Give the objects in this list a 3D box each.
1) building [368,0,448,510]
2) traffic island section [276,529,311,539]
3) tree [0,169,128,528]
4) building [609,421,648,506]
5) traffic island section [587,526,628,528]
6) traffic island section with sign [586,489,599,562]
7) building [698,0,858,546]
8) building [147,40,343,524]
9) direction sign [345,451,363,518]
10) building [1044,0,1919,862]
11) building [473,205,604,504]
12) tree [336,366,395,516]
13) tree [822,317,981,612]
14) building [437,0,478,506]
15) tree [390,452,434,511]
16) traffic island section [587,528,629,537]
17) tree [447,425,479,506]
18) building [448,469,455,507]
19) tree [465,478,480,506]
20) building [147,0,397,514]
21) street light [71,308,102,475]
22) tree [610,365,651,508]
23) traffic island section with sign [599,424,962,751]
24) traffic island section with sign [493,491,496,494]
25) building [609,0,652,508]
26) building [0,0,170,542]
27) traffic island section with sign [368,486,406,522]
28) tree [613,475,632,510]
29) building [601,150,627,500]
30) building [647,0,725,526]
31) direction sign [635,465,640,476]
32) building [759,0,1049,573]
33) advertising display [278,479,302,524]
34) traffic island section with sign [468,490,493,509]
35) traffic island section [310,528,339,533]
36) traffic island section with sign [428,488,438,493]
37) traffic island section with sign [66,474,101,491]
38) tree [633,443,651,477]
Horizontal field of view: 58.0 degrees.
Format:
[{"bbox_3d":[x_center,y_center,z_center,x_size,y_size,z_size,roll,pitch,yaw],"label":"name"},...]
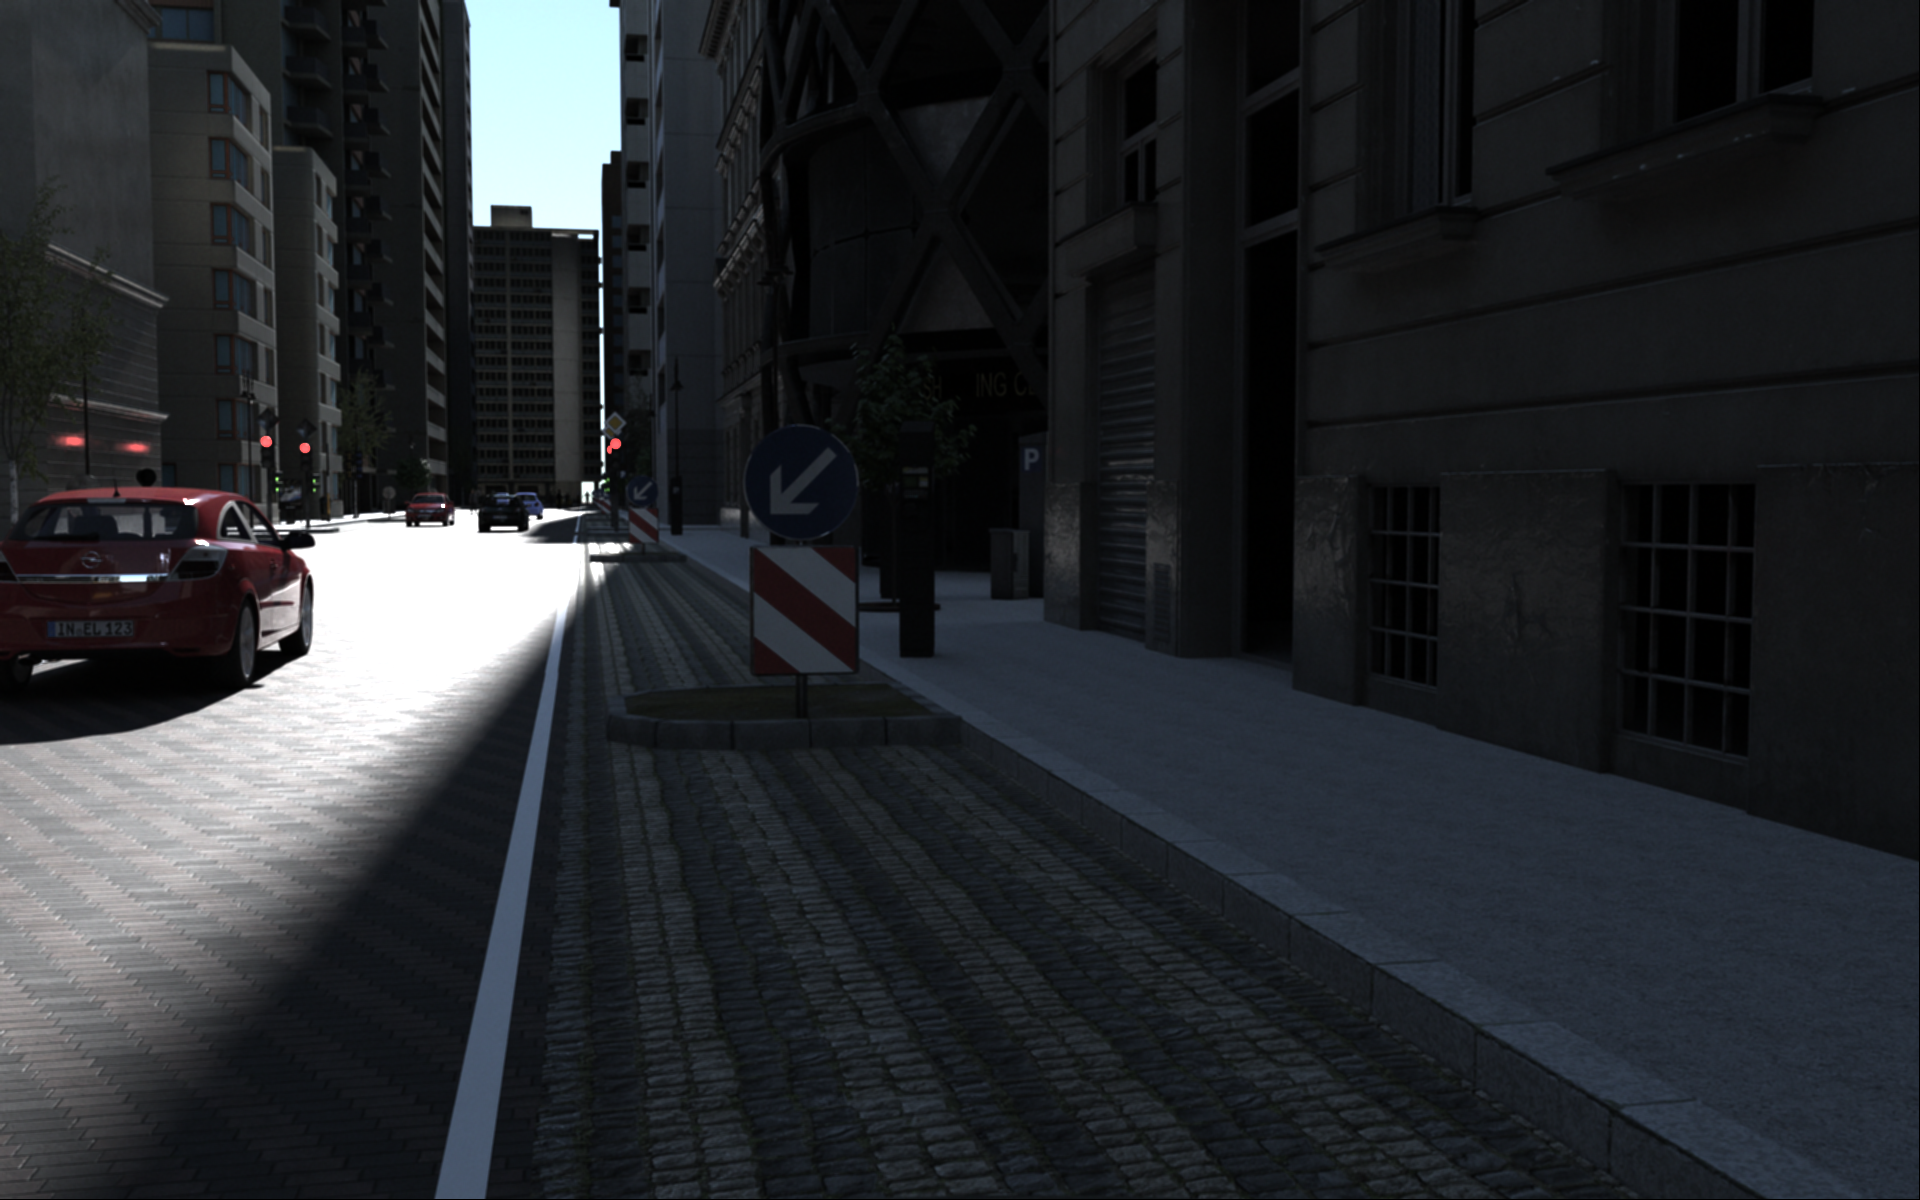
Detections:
[{"bbox_3d":[-55.086,-31.874,144.838,21.300,48.544,21.600,-1,4,-12],"label":"building"},{"bbox_3d":[-22.546,-2.096,56.548,2.009,0.180,2.903,-1,4,-12],"label":"traffic island section"},{"bbox_3d":[-21.261,-5.436,39.233,4.737,8.622,4.395,0,3,0],"label":"tree"},{"bbox_3d":[-31.529,-46.928,205.516,20.563,71.187,20.611,-1,4,-12],"label":"building"},{"bbox_3d":[-13.354,-2.717,66.706,2.009,0.180,2.903,-1,4,-12],"label":"traffic island section"},{"bbox_3d":[-6.893,-1.732,36.944,1.989,1.847,2.006,-1,4,-12],"label":"traffic island section with sign"},{"bbox_3d":[-1.678,-11.395,50.937,10.561,19.102,19.286,-1,4,-12],"label":"building"},{"bbox_3d":[-44.550,-14.256,78.127,27.650,21.520,28.899,-1,4,-12],"label":"building"},{"bbox_3d":[-31.914,-6.069,91.220,0.876,3.537,0.379,-2,4,-29],"label":"direction sign"},{"bbox_3d":[10.962,-10.471,4.492,16.112,22.955,30.059,-1,4,-12],"label":"building"},{"bbox_3d":[-60.850,-33.269,235.829,23.993,40.220,32.217,-1,4,-12],"label":"building"},{"bbox_3d":[-34.607,-9.100,99.153,4.737,8.622,4.395,0,3,0],"label":"tree"},{"bbox_3d":[-0.830,-1.498,19.100,1.663,3.219,1.824,0,3,0],"label":"tree"},{"bbox_3d":[-70.246,-40.092,197.495,28.212,58.520,21.231,-1,4,-12],"label":"building"},{"bbox_3d":[-42.667,-9.242,134.818,4.285,4.588,4.351,0,3,0],"label":"tree"},{"bbox_3d":[-11.657,-2.240,58.902,2.009,0.180,2.903,-1,4,-12],"label":"traffic island section"},{"bbox_3d":[-53.093,-14.316,184.425,4.737,8.622,4.395,0,3,0],"label":"tree"},{"bbox_3d":[-59.624,-44.432,164.720,20.563,71.187,20.611,-1,4,-12],"label":"building"},{"bbox_3d":[-53.542,-11.908,189.295,1.663,3.219,1.824,0,3,0],"label":"tree"},{"bbox_3d":[-49.802,-28.093,113.951,22.147,44.769,28.867,-1,4,-12],"label":"building"},{"bbox_3d":[-21.740,-4.300,43.098,0.468,5.910,1.993,-1,4,-12],"label":"street light"},{"bbox_3d":[-17.866,-9.133,99.689,4.360,8.622,3.978,0,3,0],"label":"tree"},{"bbox_3d":[-1.162,-0.120,10.595,1.989,1.847,2.006,-1,4,-12],"label":"traffic island section with sign"},{"bbox_3d":[-51.547,-11.180,191.417,1.989,1.847,2.006,-1,4,-12],"label":"traffic island section with sign"},{"bbox_3d":[-17.967,-35.117,163.399,28.713,52.752,27.495,-1,4,-12],"label":"building"},{"bbox_3d":[-40.411,-13.819,45.018,34.723,24.649,14.460,-1,4,-12],"label":"building"},{"bbox_3d":[-29.223,-4.900,88.741,1.989,1.847,2.006,-1,4,-12],"label":"traffic island section with sign"},{"bbox_3d":[-28.447,-9.274,146.237,1.663,3.219,1.824,0,3,0],"label":"tree"},{"bbox_3d":[-40.057,-35.462,229.915,14.200,45.320,14.600,-1,4,-12],"label":"building"},{"bbox_3d":[0.659,-32.729,77.112,28.212,58.520,21.231,-1,4,-12],"label":"building"},{"bbox_3d":[-25.120,-8.797,135.834,0.379,3.537,0.876,2,4,32],"label":"direction sign"},{"bbox_3d":[4.526,-10.128,33.047,16.820,18.784,16.811,-1,4,-12],"label":"building"},{"bbox_3d":[-28.797,-4.236,74.466,0.974,1.923,0.123,-1,4,-22],"label":"advertising display"},{"bbox_3d":[-45.704,-9.536,164.542,1.989,1.847,2.006,-1,4,-12],"label":"traffic island section with sign"},{"bbox_3d":[-24.243,-2.573,64.352,2.009,0.180,2.903,-1,4,-12],"label":"traffic island section"},{"bbox_3d":[-34.956,-6.511,115.081,1.989,1.847,2.006,-1,4,-12],"label":"traffic island section with sign"},{"bbox_3d":[-17.351,-1.560,34.137,1.989,1.847,2.006,-1,4,-12],"label":"traffic island section with sign"},{"bbox_3d":[-16.239,-6.819,95.197,4.285,4.588,4.351,0,3,0],"label":"tree"}]
